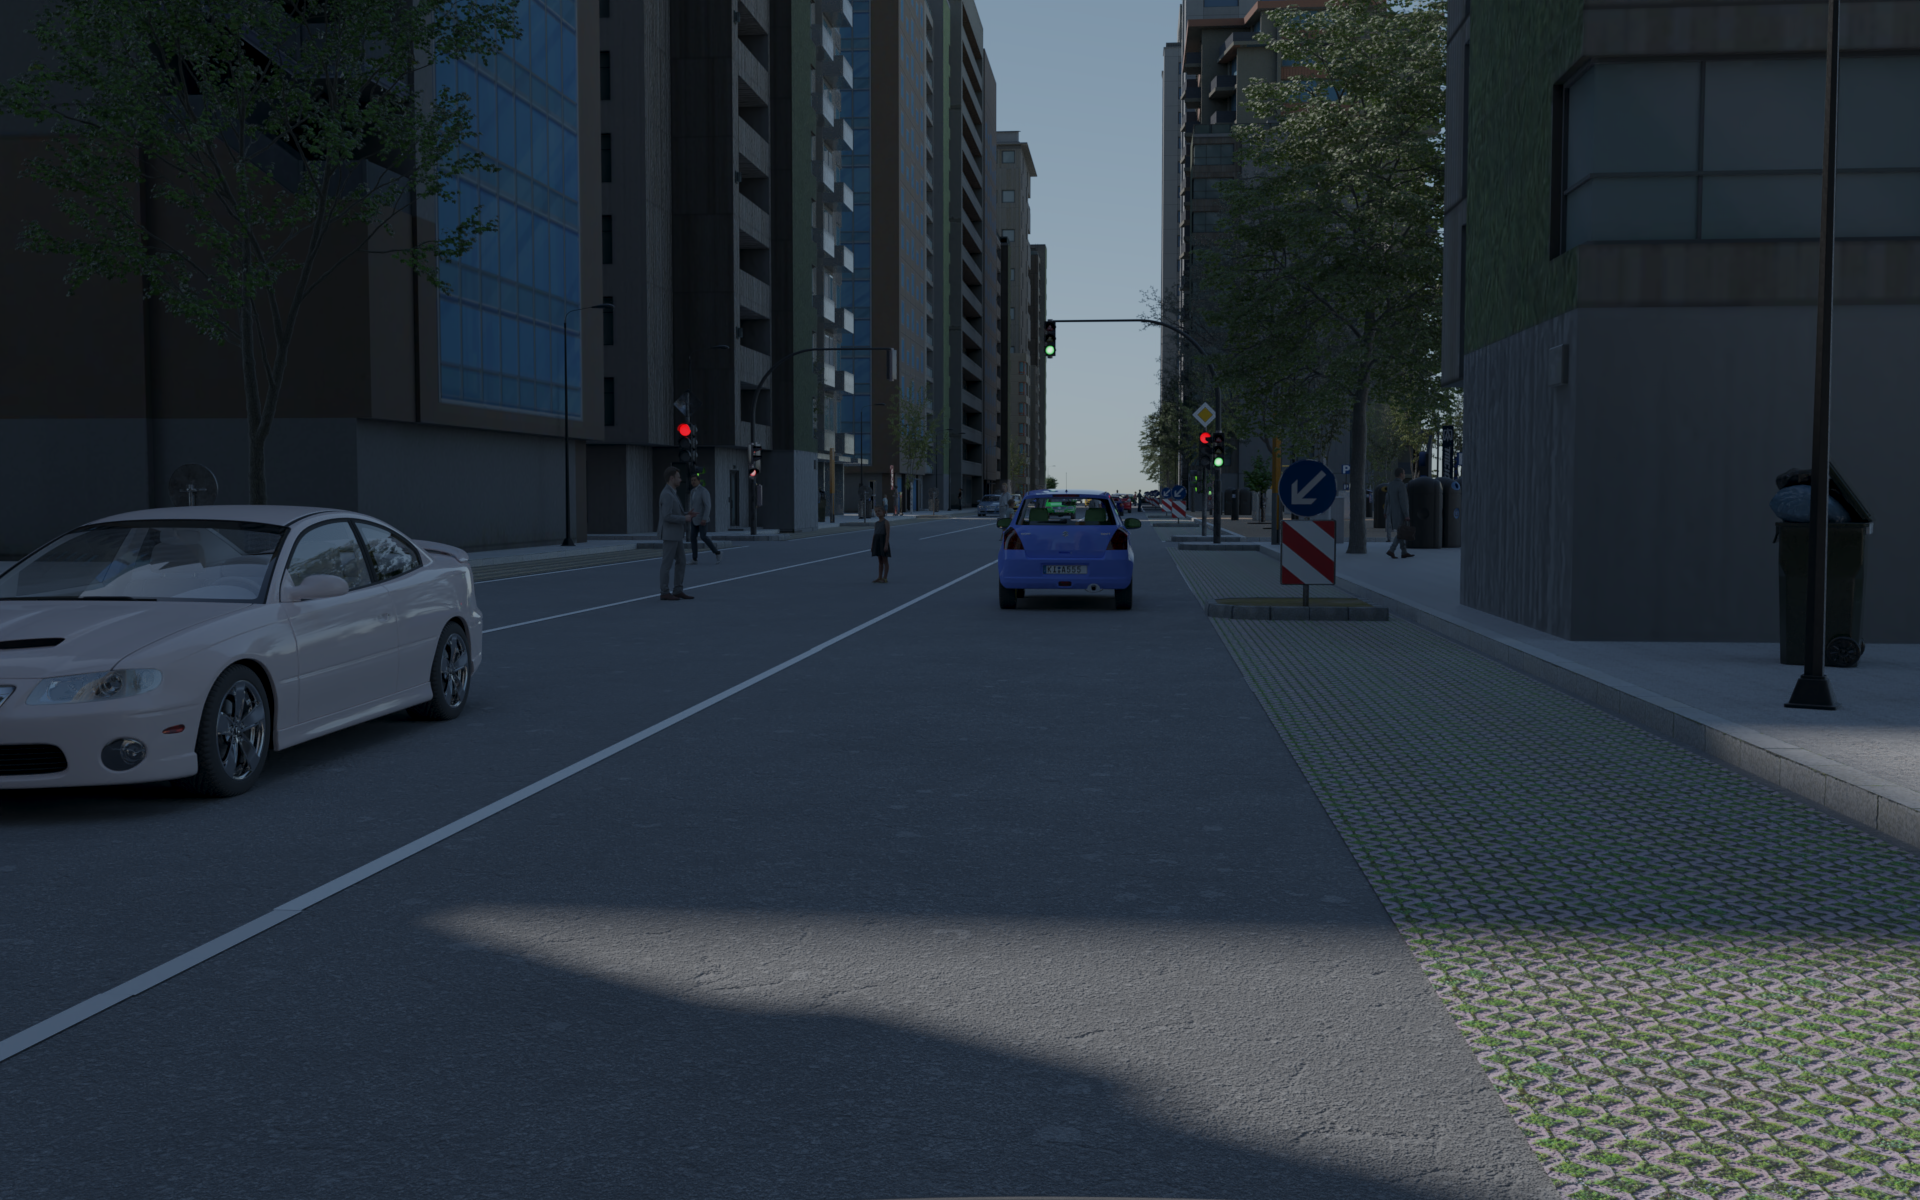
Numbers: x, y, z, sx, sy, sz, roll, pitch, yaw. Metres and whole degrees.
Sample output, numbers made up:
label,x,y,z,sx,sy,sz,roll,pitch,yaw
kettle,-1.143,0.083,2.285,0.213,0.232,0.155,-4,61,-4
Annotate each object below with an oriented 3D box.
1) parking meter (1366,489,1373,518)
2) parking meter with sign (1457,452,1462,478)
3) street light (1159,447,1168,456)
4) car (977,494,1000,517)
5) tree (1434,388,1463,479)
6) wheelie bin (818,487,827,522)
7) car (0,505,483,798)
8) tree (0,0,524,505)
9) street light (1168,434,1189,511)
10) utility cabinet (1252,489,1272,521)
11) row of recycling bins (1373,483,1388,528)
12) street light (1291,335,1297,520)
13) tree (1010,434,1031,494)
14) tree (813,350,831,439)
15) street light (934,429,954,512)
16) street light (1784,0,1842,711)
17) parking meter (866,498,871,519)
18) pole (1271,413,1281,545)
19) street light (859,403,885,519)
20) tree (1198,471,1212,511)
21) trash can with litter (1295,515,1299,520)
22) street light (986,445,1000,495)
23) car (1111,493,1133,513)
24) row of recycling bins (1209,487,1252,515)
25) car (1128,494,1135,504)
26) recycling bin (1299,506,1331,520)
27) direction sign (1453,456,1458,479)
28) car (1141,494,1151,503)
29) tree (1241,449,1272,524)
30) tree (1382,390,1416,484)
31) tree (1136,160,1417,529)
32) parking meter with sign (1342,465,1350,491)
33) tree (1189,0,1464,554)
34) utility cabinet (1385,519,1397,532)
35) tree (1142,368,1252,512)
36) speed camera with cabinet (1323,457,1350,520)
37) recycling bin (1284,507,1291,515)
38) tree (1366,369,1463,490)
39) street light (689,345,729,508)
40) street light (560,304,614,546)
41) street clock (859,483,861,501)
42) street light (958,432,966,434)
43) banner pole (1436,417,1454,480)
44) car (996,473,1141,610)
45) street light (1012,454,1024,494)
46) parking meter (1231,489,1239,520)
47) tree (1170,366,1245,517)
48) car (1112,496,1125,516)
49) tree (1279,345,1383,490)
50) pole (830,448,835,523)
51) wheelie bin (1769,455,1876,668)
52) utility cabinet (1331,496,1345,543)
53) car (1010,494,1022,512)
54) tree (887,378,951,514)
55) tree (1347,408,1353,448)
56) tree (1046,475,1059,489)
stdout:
label,x,y,z,sx,sy,sz,roll,pitch,yaw
parking meter,22.377,-5.276,94.666,0.372,1.533,0.369,0,3,0
parking meter with sign,21.341,-4.707,73.223,0.543,3.016,1.738,1,4,21
street light,20.508,-12.030,169.230,1.470,5.913,1.316,0,4,6
car,2.156,-6.064,111.155,2.014,1.417,4.499,0,4,6
tree,34.964,-10.421,120.752,4.360,8.622,3.978,0,3,0
wheelie bin,-6.479,-4.365,79.275,0.693,1.594,0.980,-1,4,-22
car,-4.218,0.161,9.737,2.083,1.381,4.827,0,4,4
tree,-11.219,-6.242,27.819,9.928,11.665,9.643,0,3,0
street light,17.194,-9.925,134.818,1.470,5.913,1.316,0,4,6
utility cabinet,14.512,-4.531,82.762,1.173,1.500,0.318,-2,4,-34
row of recycling bins,17.063,-3.499,64.329,3.534,1.692,1.069,2,4,35
street light,8.082,-4.414,44.714,1.470,5.913,1.316,0,4,6
tree,6.163,-15.560,204.765,4.737,8.622,4.395,0,3,0
tree,-7.458,-7.350,70.538,4.360,8.622,3.978,0,3,0
street light,-1.132,-9.207,123.069,1.470,5.913,1.316,0,4,6
street light,4.604,-2.311,10.319,1.470,5.913,1.316,0,4,6
parking meter,-4.844,-5.041,90.827,0.372,1.533,0.369,0,3,0
pole,7.984,-3.050,43.716,0.158,3.312,0.155,0,3,0
street light,-4.504,-7.102,88.656,1.470,5.913,1.316,0,4,6
tree,18.380,-8.290,130.147,1.663,3.219,1.824,0,3,0
trash can with litter,16.261,-4.339,82.322,1.055,1.170,0.624,-1,4,-16
street light,3.095,-11.779,165.126,1.470,5.913,1.316,0,4,6
car,12.098,-7.490,131.497,2.155,1.783,4.494,0,4,4
row of recycling bins,16.943,-6.006,105.307,3.534,1.692,1.069,1,4,12
car,25.147,-15.241,257.985,1.959,1.807,4.718,0,4,4
recycling bin,8.576,-1.793,41.864,0.722,1.027,0.722,1,4,15
direction sign,29.485,-6.831,103.676,0.379,3.537,0.876,-2,4,-26
car,26.534,-14.392,245.096,2.009,1.686,4.222,0,4,6
tree,12.818,-4.886,74.489,1.663,3.219,1.824,0,3,0
tree,28.370,-10.068,114.976,4.360,8.622,3.978,0,3,0
tree,11.529,-9.322,62.784,12.009,13.543,11.850,0,3,0
parking meter with sign,23.155,-6.569,103.665,0.543,3.016,1.738,1,4,16
tree,8.964,-7.263,36.877,7.486,12.596,7.792,0,3,0
utility cabinet,14.768,-2.931,59.078,0.306,1.237,1.020,2,4,25
tree,16.657,-11.512,122.636,8.767,10.594,7.601,1,4,20
speed camera with cabinet,18.918,-5.640,86.552,2.038,3.252,0.660,2,4,25
recycling bin,20.915,-5.906,109.113,0.722,1.027,0.722,-1,4,-18
tree,22.708,-8.277,85.686,4.737,8.622,4.395,0,3,0
street light,-7.901,-4.998,54.253,1.470,5.913,1.316,0,4,6
street light,-9.127,-4.278,42.483,1.470,5.913,1.316,0,4,6
street clock,-6.509,-6.700,114.119,0.358,2.002,0.471,-1,4,-14
street light,-0.267,-9.675,130.720,1.470,5.913,1.316,0,4,6
banner pole,15.511,-4.010,55.589,0.401,3.779,0.863,-2,4,-34
car,1.424,-0.810,22.834,1.945,1.707,3.694,0,4,5
street light,6.648,-13.909,199.959,1.470,5.913,1.316,0,4,6
parking meter,13.372,-4.635,84.192,0.372,1.533,0.369,0,3,0
tree,13.840,-8.887,95.658,4.737,8.622,4.395,0,3,0
car,9.924,-6.221,114.292,1.945,1.354,3.894,0,4,4
tree,16.407,-7.843,78.589,4.360,8.622,3.978,0,3,0
pole,-5.668,-5.075,76.815,0.158,3.312,0.155,0,3,0
wheelie bin,6.494,-0.315,13.062,0.693,1.594,0.980,2,4,30
utility cabinet,9.463,-2.074,45.074,1.020,1.237,0.306,0,4,-6
car,3.709,-7.009,124.822,2.015,1.641,3.980,0,4,6
tree,-2.912,-9.830,111.082,4.737,8.622,4.395,0,3,0
tree,28.915,-10.447,121.167,4.737,8.622,4.395,0,3,0
tree,14.882,-18.639,288.463,4.285,4.588,4.351,0,3,0
